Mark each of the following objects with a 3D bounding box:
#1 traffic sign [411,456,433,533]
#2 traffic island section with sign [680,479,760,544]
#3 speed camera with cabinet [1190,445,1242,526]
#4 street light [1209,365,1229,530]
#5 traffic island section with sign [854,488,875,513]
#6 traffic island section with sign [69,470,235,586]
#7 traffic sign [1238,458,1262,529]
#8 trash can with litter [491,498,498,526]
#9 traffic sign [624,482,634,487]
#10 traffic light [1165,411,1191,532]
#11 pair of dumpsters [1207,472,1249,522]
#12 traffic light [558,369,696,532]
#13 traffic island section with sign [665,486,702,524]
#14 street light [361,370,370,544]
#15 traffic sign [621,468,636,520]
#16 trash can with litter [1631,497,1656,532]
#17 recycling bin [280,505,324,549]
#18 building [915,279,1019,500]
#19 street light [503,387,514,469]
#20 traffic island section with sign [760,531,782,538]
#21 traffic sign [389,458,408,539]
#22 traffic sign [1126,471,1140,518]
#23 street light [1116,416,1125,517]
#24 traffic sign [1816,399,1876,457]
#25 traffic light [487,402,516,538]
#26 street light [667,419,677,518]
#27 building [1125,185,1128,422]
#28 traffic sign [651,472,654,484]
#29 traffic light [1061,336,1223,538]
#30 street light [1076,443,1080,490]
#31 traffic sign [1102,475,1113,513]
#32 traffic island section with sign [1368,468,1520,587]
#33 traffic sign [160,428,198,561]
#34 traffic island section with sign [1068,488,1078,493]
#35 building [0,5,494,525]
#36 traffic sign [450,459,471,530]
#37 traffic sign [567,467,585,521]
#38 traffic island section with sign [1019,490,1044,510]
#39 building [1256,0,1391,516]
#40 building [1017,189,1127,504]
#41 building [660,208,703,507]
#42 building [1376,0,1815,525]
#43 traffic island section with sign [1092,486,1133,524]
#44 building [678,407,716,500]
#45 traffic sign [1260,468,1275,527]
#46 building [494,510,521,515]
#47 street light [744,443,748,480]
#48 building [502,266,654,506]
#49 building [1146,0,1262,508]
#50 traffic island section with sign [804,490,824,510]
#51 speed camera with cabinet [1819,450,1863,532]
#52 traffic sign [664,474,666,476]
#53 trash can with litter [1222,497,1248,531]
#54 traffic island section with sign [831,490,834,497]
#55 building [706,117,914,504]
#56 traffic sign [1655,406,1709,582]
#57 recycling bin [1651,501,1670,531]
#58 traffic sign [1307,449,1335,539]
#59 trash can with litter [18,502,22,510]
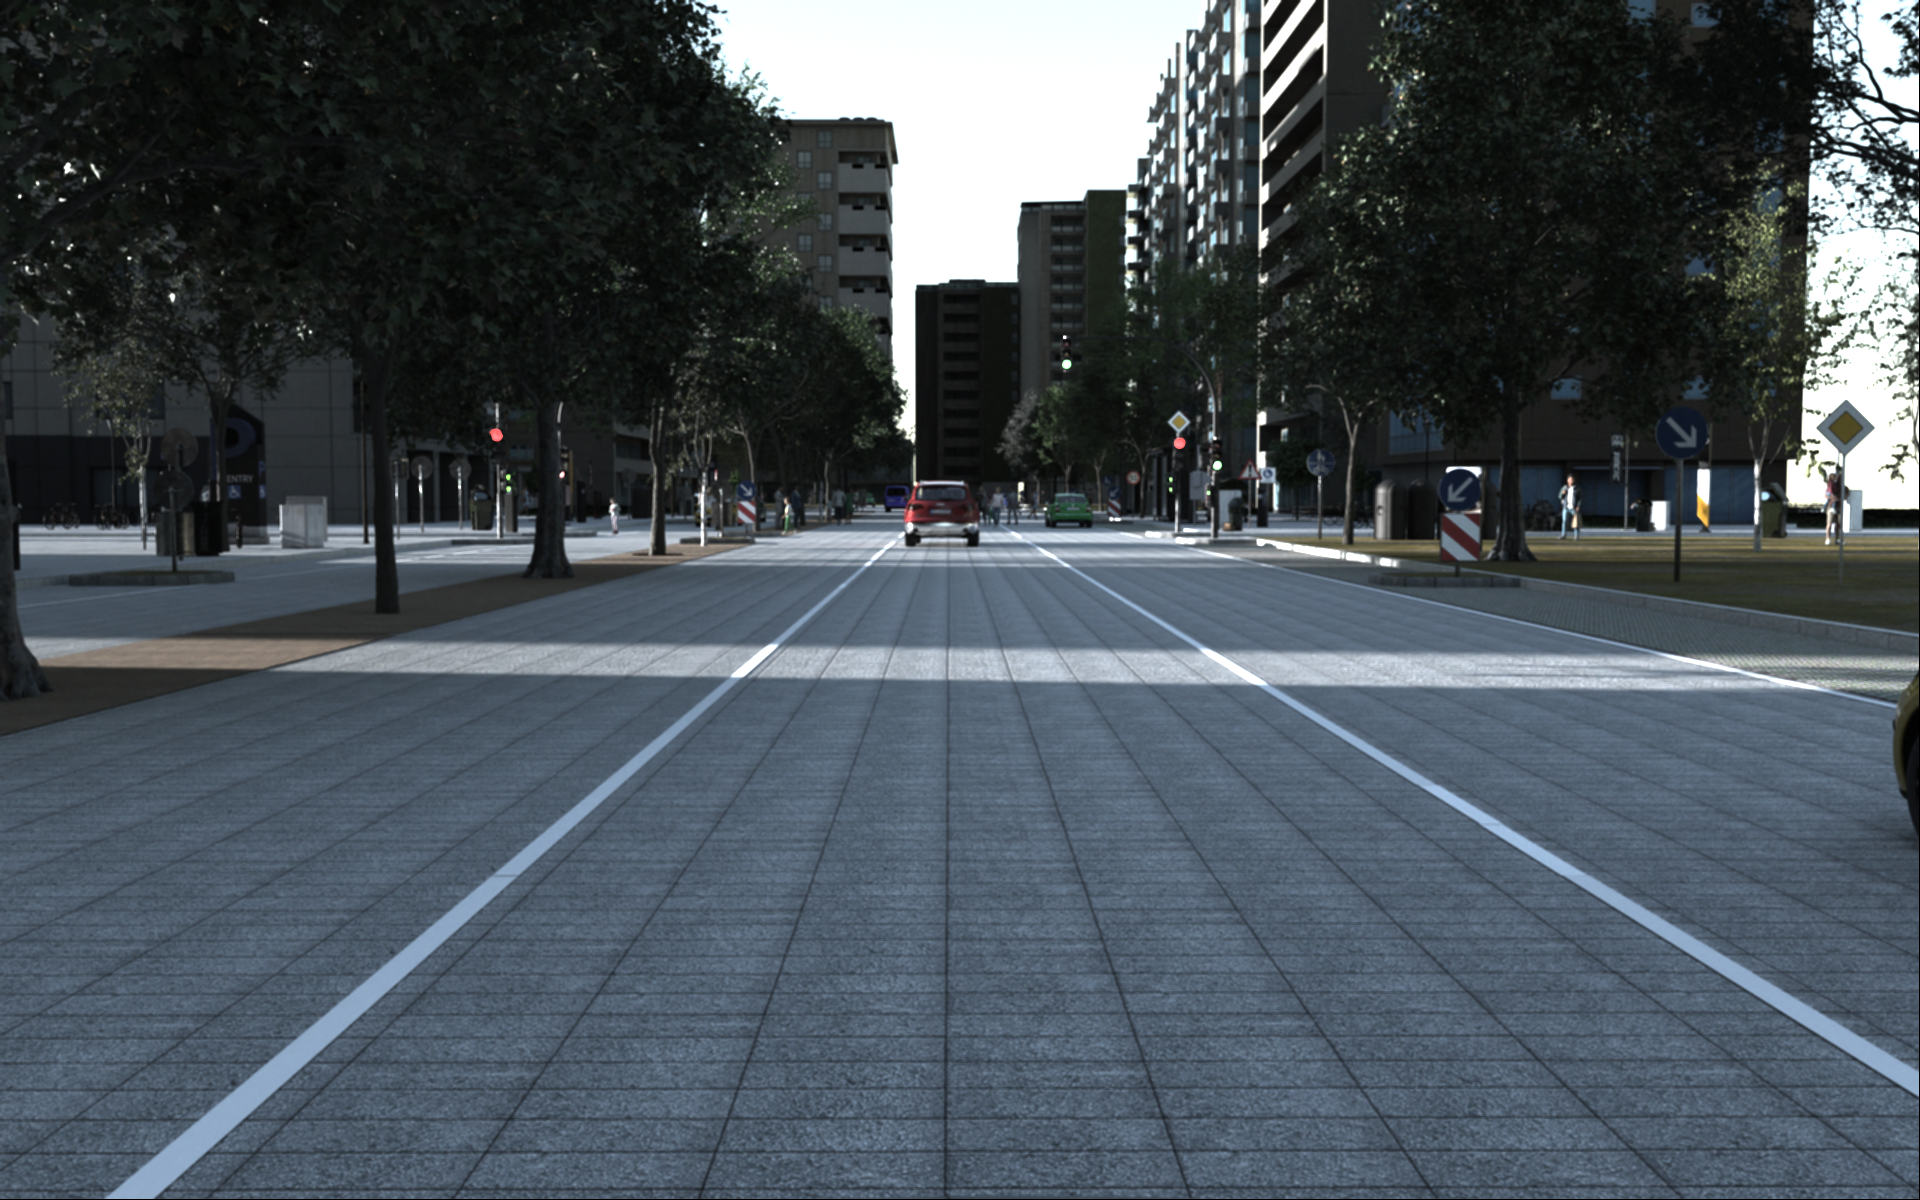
[{"bbox_3d":[-17.928,-3.521,57.680,0.768,2.556,0.104,1,4,8],"label":"traffic sign"},{"bbox_3d":[-7.020,-2.590,50.477,2.006,1.907,1.989,0,4,0],"label":"traffic island section with sign"},{"bbox_3d":[10.241,-4.589,69.366,2.038,3.252,0.660,2,4,34],"label":"speed camera with cabinet"},{"bbox_3d":[9.291,-5.473,62.277,0.468,5.910,1.993,0,4,0],"label":"street light"},{"bbox_3d":[-7.519,-7.638,133.021,2.006,1.907,1.989,0,4,0],"label":"traffic island section with sign"},{"bbox_3d":[-12.880,-1.178,27.885,1.989,1.847,2.006,0,4,0],"label":"traffic island section with sign"},{"bbox_3d":[10.518,-3.844,62.859,0.884,2.594,0.081,0,4,5],"label":"traffic sign"},{"bbox_3d":[-18.623,-3.457,67.913,0.624,1.170,1.055,1,4,14],"label":"trash can with litter"},{"bbox_3d":[-18.515,-5.797,96.914,0.606,2.300,0.079,0,4,4],"label":"traffic sign"},{"bbox_3d":[7.319,-4.237,58.196,0.839,4.253,0.868,0,4,0],"label":"traffic light"},{"bbox_3d":[12.406,-4.761,80.342,1.574,2.255,4.437,0,4,0],"label":"pair of dumpsters"},{"bbox_3d":[-11.251,-5.103,58.103,4.771,5.953,1.251,0,4,0],"label":"traffic light"},{"bbox_3d":[-13.207,-4.561,83.200,1.989,1.847,2.006,0,4,0],"label":"traffic island section with sign"},{"bbox_3d":[-15.378,-4.396,44.665,0.468,5.910,1.993,0,4,0],"label":"street light"},{"bbox_3d":[-16.295,-5.204,85.197,0.768,2.556,0.104,0,4,1],"label":"traffic sign"},{"bbox_3d":[23.321,-2.914,59.035,0.624,1.170,1.055,3,4,38],"label":"trash can with litter"},{"bbox_3d":[-15.595,-1.743,41.053,0.722,1.027,0.722,1,4,11],"label":"recycling bin"},{"bbox_3d":[0.820,-28.380,235.716,14.107,30.474,14.160,0,4,0],"label":"building"},{"bbox_3d":[-15.386,-5.269,58.937,0.468,5.910,1.993,0,4,0],"label":"street light"},{"bbox_3d":[-7.055,-3.043,57.884,2.006,1.907,1.989,0,4,0],"label":"traffic island section with sign"},{"bbox_3d":[-15.852,-2.857,48.836,0.606,2.300,0.079,0,4,6],"label":"traffic sign"},{"bbox_3d":[9.444,-5.771,94.458,0.768,2.556,0.104,0,4,6],"label":"traffic sign"},{"bbox_3d":[9.016,-7.608,97.175,0.468,5.910,1.993,0,4,0],"label":"street light"},{"bbox_3d":[12.289,-1.487,24.044,0.795,2.593,0.064,0,4,5],"label":"traffic sign"},{"bbox_3d":[-13.294,-3.740,50.070,0.839,4.253,0.868,0,4,0],"label":"traffic light"},{"bbox_3d":[-15.699,-7.440,94.426,0.468,5.910,1.993,0,4,0],"label":"street light"},{"bbox_3d":[37.812,-37.881,238.967,30.456,49.044,23.786,0,4,0],"label":"building"},{"bbox_3d":[-16.494,-5.768,94.411,0.768,2.556,0.104,0,4,4],"label":"traffic sign"},{"bbox_3d":[5.276,-4.611,50.057,4.771,5.953,1.251,0,4,0],"label":"traffic light"},{"bbox_3d":[8.964,-9.773,132.574,0.468,5.910,1.993,0,4,0],"label":"street light"},{"bbox_3d":[9.811,-7.041,115.223,0.768,2.556,0.104,0,4,7],"label":"traffic sign"},{"bbox_3d":[7.550,-1.143,27.319,1.989,1.847,2.006,0,4,0],"label":"traffic island section with sign"},{"bbox_3d":[-15.022,-2.031,33.314,0.768,2.556,0.104,0,4,8],"label":"traffic sign"},{"bbox_3d":[7.053,-6.230,110.481,1.989,1.847,2.006,0,4,0],"label":"traffic island section with sign"},{"bbox_3d":[-33.720,-39.301,80.826,20.563,71.187,20.611,0,4,0],"label":"building"},{"bbox_3d":[-17.957,-3.802,62.274,0.768,2.556,0.104,0,4,1],"label":"traffic sign"},{"bbox_3d":[-18.280,-5.036,82.340,0.884,2.594,0.081,0,4,5],"label":"traffic sign"},{"bbox_3d":[6.753,-9.262,160.063,1.989,1.847,2.006,0,4,0],"label":"traffic island section with sign"},{"bbox_3d":[31.292,-29.646,108.421,21.300,48.544,21.600,0,4,0],"label":"building"},{"bbox_3d":[14.921,-33.703,234.644,14.086,41.232,14.154,0,4,0],"label":"building"},{"bbox_3d":[-39.660,-29.959,181.706,23.993,40.220,32.217,0,4,0],"label":"building"},{"bbox_3d":[27.518,-26.107,76.965,14.200,45.320,14.600,0,4,0],"label":"building"},{"bbox_3d":[7.214,-4.554,83.090,1.989,1.847,2.006,0,4,0],"label":"traffic island section with sign"},{"bbox_3d":[-48.665,-24.240,241.366,28.899,21.520,27.650,0,4,0],"label":"building"},{"bbox_3d":[11.818,-3.941,66.558,0.606,2.300,0.079,0,4,6],"label":"traffic sign"},{"bbox_3d":[-43.609,-25.693,111.958,32.217,40.220,23.993,0,4,0],"label":"building"},{"bbox_3d":[-15.860,-9.566,129.187,0.468,5.910,1.993,0,4,0],"label":"street light"},{"bbox_3d":[-37.506,-31.773,143.196,21.300,48.544,21.600,0,4,0],"label":"building"},{"bbox_3d":[31.459,-34.441,182.725,23.786,49.044,30.456,0,4,0],"label":"building"},{"bbox_3d":[-13.667,-9.255,159.949,1.989,1.847,2.006,0,4,0],"label":"traffic island section with sign"},{"bbox_3d":[30.262,-3.983,59.458,2.038,3.252,0.660,-3,4,-38],"label":"speed camera with cabinet"},{"bbox_3d":[-18.670,-6.635,108.580,0.768,2.556,0.104,0,4,8],"label":"traffic sign"},{"bbox_3d":[9.506,-2.968,59.914,0.624,1.170,1.055,2,4,32],"label":"trash can with litter"},{"bbox_3d":[-13.836,-10.927,187.281,1.989,1.847,2.006,0,4,0],"label":"traffic island section with sign"},{"bbox_3d":[-20.477,-39.914,241.838,27.495,52.752,28.713,0,4,0],"label":"building"},{"bbox_3d":[10.502,-1.540,25.293,0.768,2.556,0.104,0,4,2],"label":"traffic sign"},{"bbox_3d":[24.462,-2.946,60.721,0.722,1.027,0.722,2,4,30],"label":"recycling bin"},{"bbox_3d":[10.174,-2.984,48.894,0.768,2.556,0.104,0,4,8],"label":"traffic sign"},{"bbox_3d":[-33.339,-2.997,60.393,1.055,1.170,0.624,-3,5,-41],"label":"trash can with litter"}]
